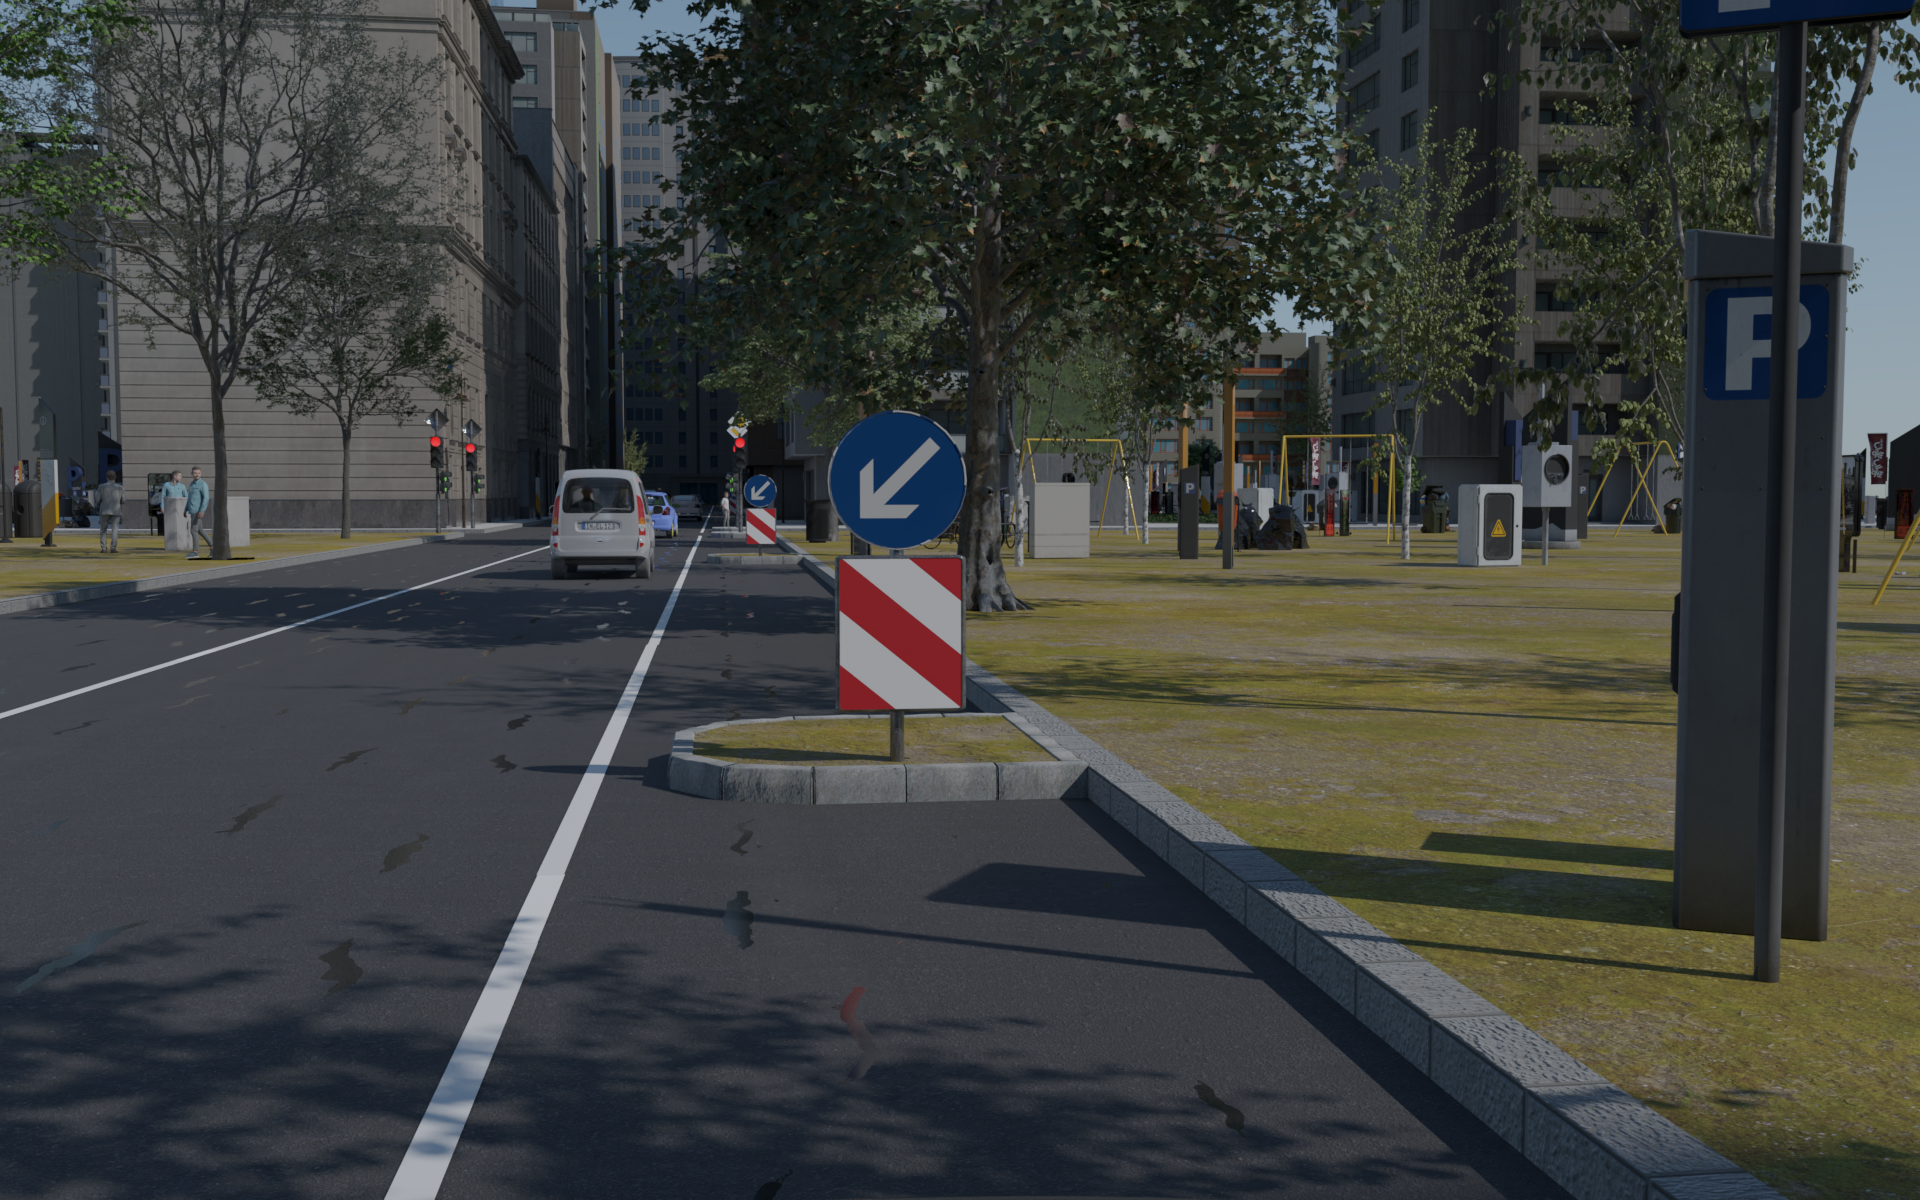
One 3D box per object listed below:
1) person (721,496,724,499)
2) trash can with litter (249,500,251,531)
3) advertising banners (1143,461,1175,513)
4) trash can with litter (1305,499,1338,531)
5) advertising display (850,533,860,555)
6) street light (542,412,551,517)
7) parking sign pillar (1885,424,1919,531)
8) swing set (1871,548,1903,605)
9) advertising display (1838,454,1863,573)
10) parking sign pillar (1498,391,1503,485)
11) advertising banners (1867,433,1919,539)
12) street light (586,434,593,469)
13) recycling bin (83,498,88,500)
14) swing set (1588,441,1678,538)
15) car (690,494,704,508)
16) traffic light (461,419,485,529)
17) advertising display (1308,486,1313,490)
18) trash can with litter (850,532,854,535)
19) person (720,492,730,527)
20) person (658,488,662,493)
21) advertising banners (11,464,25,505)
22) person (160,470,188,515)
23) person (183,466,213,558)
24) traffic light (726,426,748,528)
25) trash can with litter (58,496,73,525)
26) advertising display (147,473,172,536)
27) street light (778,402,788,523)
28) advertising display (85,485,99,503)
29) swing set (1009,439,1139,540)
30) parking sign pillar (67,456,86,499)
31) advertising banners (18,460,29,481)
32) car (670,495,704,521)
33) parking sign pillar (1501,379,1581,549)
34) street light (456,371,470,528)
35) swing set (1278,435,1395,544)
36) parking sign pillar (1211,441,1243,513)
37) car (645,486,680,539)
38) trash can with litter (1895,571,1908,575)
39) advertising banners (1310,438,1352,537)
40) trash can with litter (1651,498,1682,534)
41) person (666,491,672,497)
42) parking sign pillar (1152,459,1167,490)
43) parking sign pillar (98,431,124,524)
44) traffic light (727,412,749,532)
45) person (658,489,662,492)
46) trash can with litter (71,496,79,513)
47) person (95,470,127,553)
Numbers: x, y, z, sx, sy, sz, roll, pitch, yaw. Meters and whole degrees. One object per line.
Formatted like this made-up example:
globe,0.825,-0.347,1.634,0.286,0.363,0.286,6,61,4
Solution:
person,-24.814,-10.651,183.353,0.721,1.735,1.217,3,4,37
trash can with litter,-19.812,-2.194,47.257,1.055,1.170,0.624,3,4,38
advertising banners,10.294,-5.800,91.022,2.074,3.025,0.090,1,4,22
trash can with litter,12.653,-3.014,60.668,1.055,1.170,0.624,-2,4,-32
advertising display,-2.115,-1.894,36.188,0.123,1.923,0.974,-2,4,-24
street light,-23.300,-7.639,97.685,0.468,5.910,1.993,0,4,-8
parking sign pillar,33.031,-4.389,60.227,1.447,3.967,1.447,1,4,23
swing set,11.908,-1.286,18.638,2.862,2.851,3.119,0,4,4
advertising display,14.548,-1.426,28.535,0.123,1.923,0.974,0,4,1
parking sign pillar,14.777,-3.512,45.892,1.447,3.967,1.447,-3,5,-43
advertising banners,26.880,-3.241,49.182,2.074,3.025,0.090,2,4,27
street light,-27.733,-9.612,129.940,0.468,5.910,1.993,0,4,-8
recycling bin,-58.543,-6.315,115.801,0.722,1.027,0.722,0,4,-7
swing set,20.604,-3.353,52.438,2.862,2.851,3.119,0,4,-2
car,-27.743,-10.322,180.767,2.014,1.417,4.499,0,4,-7
traffic light,-18.135,-4.618,64.424,0.839,4.253,0.868,0,4,-8
advertising display,27.314,-7.938,135.004,0.123,1.923,0.974,0,4,-1
trash can with litter,-2.926,-2.570,53.409,1.055,1.170,0.624,0,4,2
person,-9.561,-3.654,70.841,0.523,1.515,0.503,-1,4,-9
person,-19.454,-6.354,112.490,0.391,1.810,0.635,0,4,1
advertising banners,-58.880,-6.789,107.184,0.090,3.025,2.074,1,4,13
person,-18.501,-2.139,40.872,0.638,1.841,0.748,-1,4,-18
person,-15.340,-1.780,35.005,0.748,1.841,0.638,-3,5,-41
traffic light,-8.469,-4.701,65.782,0.839,4.253,0.868,0,4,-8
trash can with litter,-36.882,-3.647,70.690,2.233,1.210,1.678,0,4,-6
advertising display,-24.408,-2.924,53.025,0.974,1.923,0.123,1,4,15
street light,-7.782,-6.319,76.100,0.468,5.910,1.993,0,4,-8
advertising display,-58.282,-6.809,116.546,0.974,1.923,0.123,-1,4,-22
swing set,3.327,-3.168,49.422,3.119,2.851,2.862,-1,4,-19
parking sign pillar,-62.544,-8.207,122.661,1.447,3.967,1.447,1,4,18
advertising banners,-47.469,-5.673,88.943,0.090,3.025,2.074,0,4,6
car,-14.670,-4.888,92.286,2.083,1.381,4.827,-1,4,-8
parking sign pillar,13.866,-3.195,40.709,1.447,3.967,1.447,-2,4,-32
street light,-18.754,-5.659,65.305,0.468,5.910,1.993,0,4,-8
swing set,10.140,-2.958,45.990,3.119,2.851,2.862,1,4,17
parking sign pillar,13.445,-6.082,87.912,1.447,3.967,1.447,-1,4,-19
car,-10.200,-2.895,56.920,1.945,1.707,3.694,0,4,-6
trash can with litter,15.463,-0.949,26.575,1.678,1.210,2.233,-1,4,-15
advertising banners,11.138,-3.418,52.079,2.074,3.025,0.090,-3,5,-41
trash can with litter,22.866,-2.733,56.066,0.624,1.170,1.055,-2,4,-28
person,-35.270,-12.254,208.816,1.348,1.831,0.705,-2,4,-29
parking sign pillar,15.443,-8.916,134.249,1.447,3.967,1.447,-3,5,-41
parking sign pillar,-35.979,-5.220,73.814,1.447,3.967,1.447,-1,4,-19
traffic light,-7.367,-4.217,57.873,0.839,4.253,0.868,0,4,-8
person,-18.285,-5.873,105.356,0.563,1.720,0.643,-2,4,-29
trash can with litter,-57.031,-6.149,111.927,1.055,1.170,0.624,3,5,42
person,-18.507,-1.927,37.741,0.606,1.804,0.583,-2,4,-32
